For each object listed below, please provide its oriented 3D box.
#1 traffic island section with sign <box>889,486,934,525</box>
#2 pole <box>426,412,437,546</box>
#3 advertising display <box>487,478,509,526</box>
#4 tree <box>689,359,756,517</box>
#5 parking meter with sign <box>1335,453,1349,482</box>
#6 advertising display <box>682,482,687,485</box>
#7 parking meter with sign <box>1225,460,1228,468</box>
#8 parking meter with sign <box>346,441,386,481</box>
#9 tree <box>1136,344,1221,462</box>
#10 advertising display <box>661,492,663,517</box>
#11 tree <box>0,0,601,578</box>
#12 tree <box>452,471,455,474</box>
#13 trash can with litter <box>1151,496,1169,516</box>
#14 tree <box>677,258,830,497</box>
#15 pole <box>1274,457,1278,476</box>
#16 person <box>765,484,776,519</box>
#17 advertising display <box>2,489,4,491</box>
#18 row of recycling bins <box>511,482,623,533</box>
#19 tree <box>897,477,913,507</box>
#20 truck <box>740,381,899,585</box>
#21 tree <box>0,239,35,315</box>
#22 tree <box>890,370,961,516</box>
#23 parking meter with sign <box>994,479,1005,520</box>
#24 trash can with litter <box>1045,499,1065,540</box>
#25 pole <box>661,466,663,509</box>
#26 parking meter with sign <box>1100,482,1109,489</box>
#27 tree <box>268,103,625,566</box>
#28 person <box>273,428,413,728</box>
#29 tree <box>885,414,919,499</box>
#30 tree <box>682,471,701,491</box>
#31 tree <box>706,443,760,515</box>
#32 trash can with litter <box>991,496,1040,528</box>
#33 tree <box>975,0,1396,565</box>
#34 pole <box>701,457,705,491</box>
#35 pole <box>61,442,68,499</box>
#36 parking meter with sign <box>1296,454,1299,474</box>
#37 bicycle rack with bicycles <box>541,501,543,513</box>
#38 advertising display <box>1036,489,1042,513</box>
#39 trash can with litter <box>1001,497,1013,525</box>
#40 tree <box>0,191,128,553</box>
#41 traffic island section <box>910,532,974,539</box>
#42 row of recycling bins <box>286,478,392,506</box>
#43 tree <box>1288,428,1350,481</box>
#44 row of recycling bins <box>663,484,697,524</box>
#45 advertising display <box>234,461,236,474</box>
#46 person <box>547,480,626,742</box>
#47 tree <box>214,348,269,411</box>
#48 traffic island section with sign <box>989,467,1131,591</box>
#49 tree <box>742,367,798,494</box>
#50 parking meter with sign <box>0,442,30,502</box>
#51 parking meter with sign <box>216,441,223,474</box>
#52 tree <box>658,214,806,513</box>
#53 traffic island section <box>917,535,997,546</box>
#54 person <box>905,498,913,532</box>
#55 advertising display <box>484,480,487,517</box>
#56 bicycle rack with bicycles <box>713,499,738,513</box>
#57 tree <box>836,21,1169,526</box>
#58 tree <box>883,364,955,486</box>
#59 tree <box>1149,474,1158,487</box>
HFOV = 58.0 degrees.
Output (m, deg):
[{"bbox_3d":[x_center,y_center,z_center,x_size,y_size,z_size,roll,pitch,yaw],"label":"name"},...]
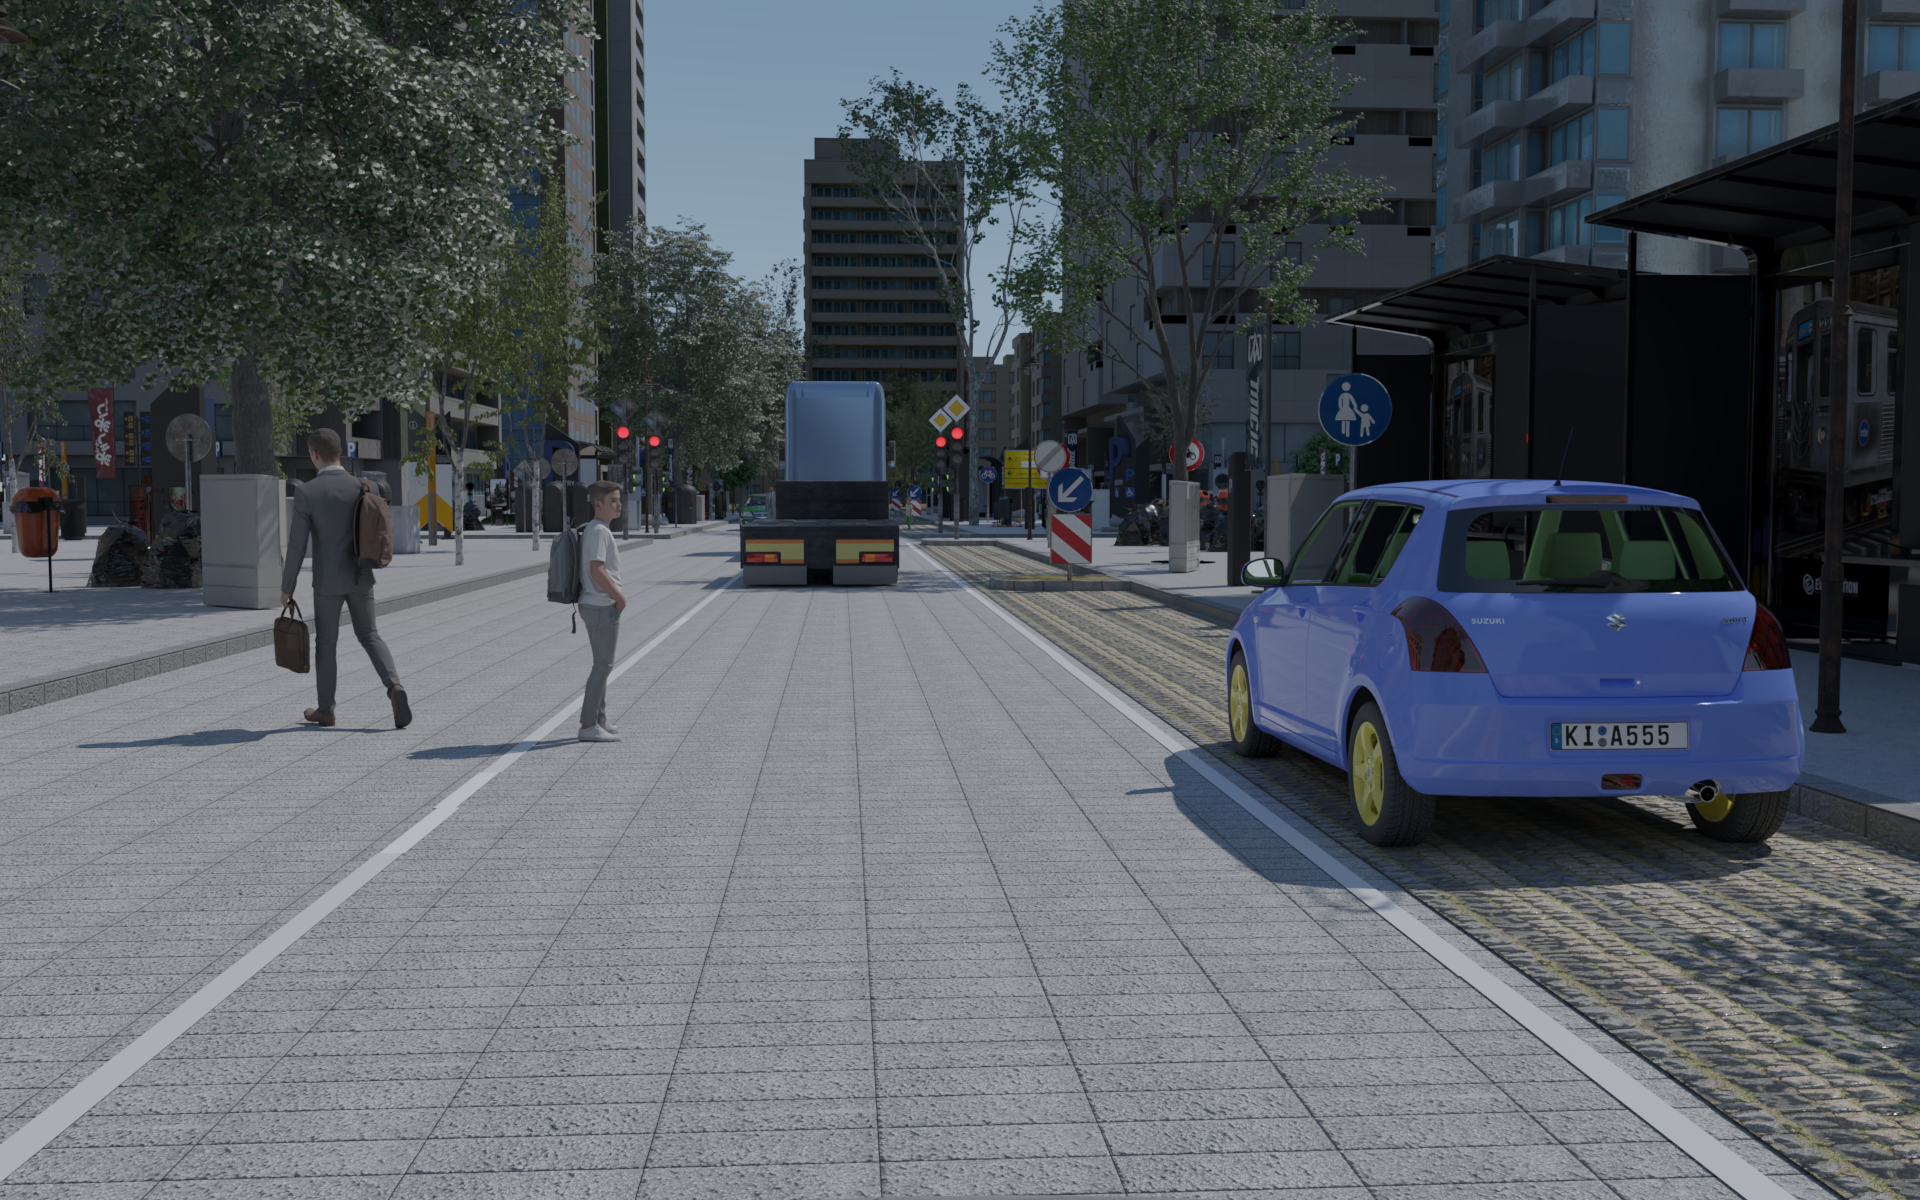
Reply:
[{"bbox_3d":[-2.279,-4.454,81.444,1.989,1.847,2.006,0,4,-4],"label":"traffic island section with sign"},{"bbox_3d":[-13.108,-3.005,42.976,0.158,3.312,0.155,0,3,0],"label":"pole"},{"bbox_3d":[-18.634,-3.966,70.059,0.974,1.923,0.123,2,4,31],"label":"advertising display"},{"bbox_3d":[-12.955,-8.641,91.649,4.360,8.622,3.978,0,3,0],"label":"tree"},{"bbox_3d":[16.894,-4.742,73.798,1.738,3.016,0.543,-1,4,-11],"label":"parking meter with sign"},{"bbox_3d":[-15.071,-5.458,94.459,0.974,1.923,0.123,0,4,-6],"label":"advertising display"},{"bbox_3d":[13.597,-5.670,88.963,0.543,3.016,1.738,-1,4,-12],"label":"parking meter with sign"},{"bbox_3d":[-19.608,-3.778,58.036,0.543,3.016,1.738,3,4,37],"label":"parking meter with sign"},{"bbox_3d":[10.807,-8.178,84.081,4.360,8.622,3.978,0,3,0],"label":"tree"},{"bbox_3d":[-17.286,-5.688,98.209,0.974,1.923,0.123,-3,4,-37],"label":"advertising display"},{"bbox_3d":[-8.762,-7.010,21.265,9.857,13.997,8.962,0,3,0],"label":"tree"},{"bbox_3d":[-24.038,-5.213,79.837,1.663,3.219,1.824,0,3,0],"label":"tree"},{"bbox_3d":[5.238,-2.241,48.022,0.624,1.170,1.055,-3,4,-38],"label":"trash can with litter"},{"bbox_3d":[-15.372,-17.240,137.761,12.611,20.169,13.585,0,3,0],"label":"tree"},{"bbox_3d":[17.448,-6.224,95.604,0.158,3.312,0.155,0,3,0],"label":"pole"},{"bbox_3d":[-7.066,-3.455,65.267,0.678,1.792,0.850,1,4,12],"label":"person"},{"bbox_3d":[-70.291,-7.464,127.246,0.123,1.923,0.974,-2,4,-32],"label":"advertising display"},{"bbox_3d":[-13.169,-3.133,58.335,3.534,1.692,1.069,-1,4,-12],"label":"row of recycling bins"},{"bbox_3d":[-5.519,-10.962,173.824,1.663,3.219,1.824,0,3,0],"label":"tree"},{"bbox_3d":[-2.658,-2.806,35.632,2.967,4.110,18.799,0,4,-3],"label":"truck"},{"bbox_3d":[-17.808,-4.775,28.433,4.737,8.622,4.395,0,3,0],"label":"tree"},{"bbox_3d":[-1.897,-9.290,102.254,4.737,8.622,4.395,0,3,0],"label":"tree"},{"bbox_3d":[2.551,-5.514,86.417,1.738,3.016,0.543,1,4,19],"label":"parking meter with sign"},{"bbox_3d":[2.742,-2.198,47.317,0.624,1.170,1.055,-2,4,-23],"label":"trash can with litter"},{"bbox_3d":[-17.117,-6.441,99.152,0.158,3.312,0.155,0,3,0],"label":"pole"},{"bbox_3d":[9.642,-7.243,114.679,1.738,3.016,0.543,1,4,10],"label":"parking meter with sign"},{"bbox_3d":[-8.916,-4.938,31.104,4.737,8.622,4.395,0,3,0],"label":"tree"},{"bbox_3d":[-3.776,-0.129,10.571,0.822,1.834,0.622,3,4,38],"label":"person"},{"bbox_3d":[-7.691,-17.792,209.021,7.486,12.596,7.792,0,3,0],"label":"tree"},{"bbox_3d":[-19.889,-8.152,127.881,1.663,3.219,1.824,0,3,0],"label":"tree"},{"bbox_3d":[-14.261,-7.603,108.021,4.285,4.588,4.351,0,3,0],"label":"tree"},{"bbox_3d":[2.095,-3.436,67.228,2.233,1.210,1.678,-1,4,-13],"label":"trash can with litter"},{"bbox_3d":[4.138,-6.493,31.910,9.928,11.665,9.643,0,3,0],"label":"tree"},{"bbox_3d":[-13.977,-6.137,94.184,0.158,3.312,0.155,0,3,0],"label":"pole"},{"bbox_3d":[-34.904,-4.506,67.517,0.158,3.312,0.155,0,3,0],"label":"pole"},{"bbox_3d":[15.657,-4.885,76.133,1.738,3.016,0.543,1,4,15],"label":"parking meter with sign"},{"bbox_3d":[-23.764,-5.311,100.209,2.925,0.926,2.852,1,4,14],"label":"bicycle rack with bicycles"},{"bbox_3d":[5.255,-6.931,118.534,0.123,1.923,0.974,-3,4,-39],"label":"advertising display"},{"bbox_3d":[1.814,-3.556,69.522,0.624,1.170,1.055,0,4,1],"label":"trash can with litter"},{"bbox_3d":[-20.304,-5.326,37.443,4.360,8.622,3.978,0,3,0],"label":"tree"},{"bbox_3d":[-0.618,-2.117,56.901,2.009,0.180,2.903,0,4,-4],"label":"traffic island section"},{"bbox_3d":[-16.621,-2.377,45.975,3.534,1.692,1.069,1,4,20],"label":"row of recycling bins"},{"bbox_3d":[17.215,-5.972,81.348,4.285,4.588,4.351,0,3,0],"label":"tree"},{"bbox_3d":[-11.991,-4.148,74.937,1.069,1.692,3.534,-1,4,-17],"label":"row of recycling bins"},{"bbox_3d":[-13.538,-1.710,33.171,0.123,1.923,0.974,1,4,12],"label":"advertising display"},{"bbox_3d":[-2.104,0.062,10.081,0.503,1.515,0.523,3,4,38],"label":"person"},{"bbox_3d":[-26.305,-7.057,65.739,4.737,8.622,4.395,0,3,0],"label":"tree"},{"bbox_3d":[1.471,-1.080,26.292,1.989,1.847,2.006,0,4,-4],"label":"traffic island section with sign"},{"bbox_3d":[-17.264,-14.776,151.965,12.009,13.543,11.850,0,3,0],"label":"tree"},{"bbox_3d":[-31.901,-3.817,58.662,0.543,3.016,1.738,1,4,19],"label":"parking meter with sign"},{"bbox_3d":[-24.892,-3.667,56.219,1.738,3.016,0.543,-3,4,-39],"label":"parking meter with sign"},{"bbox_3d":[-12.845,-10.544,79.047,9.857,13.997,8.962,0,3,0],"label":"tree"},{"bbox_3d":[-0.075,-1.630,48.934,2.009,0.180,2.903,0,4,-4],"label":"traffic island section"},{"bbox_3d":[-1.898,-3.177,64.699,0.306,1.304,0.590,1,4,17],"label":"person"},{"bbox_3d":[-21.549,-4.586,80.190,0.974,1.923,0.123,-3,5,-45],"label":"advertising display"},{"bbox_3d":[-16.099,-6.527,120.091,2.852,0.926,2.925,1,4,16],"label":"bicycle rack with bicycles"},{"bbox_3d":[1.830,-13.039,69.078,12.611,20.169,13.585,0,3,0],"label":"tree"},{"bbox_3d":[-3.358,-11.567,123.540,8.767,10.594,7.601,-3,5,-44],"label":"tree"},{"bbox_3d":[9.134,-5.769,88.918,1.663,3.219,1.824,0,3,0],"label":"tree"}]
